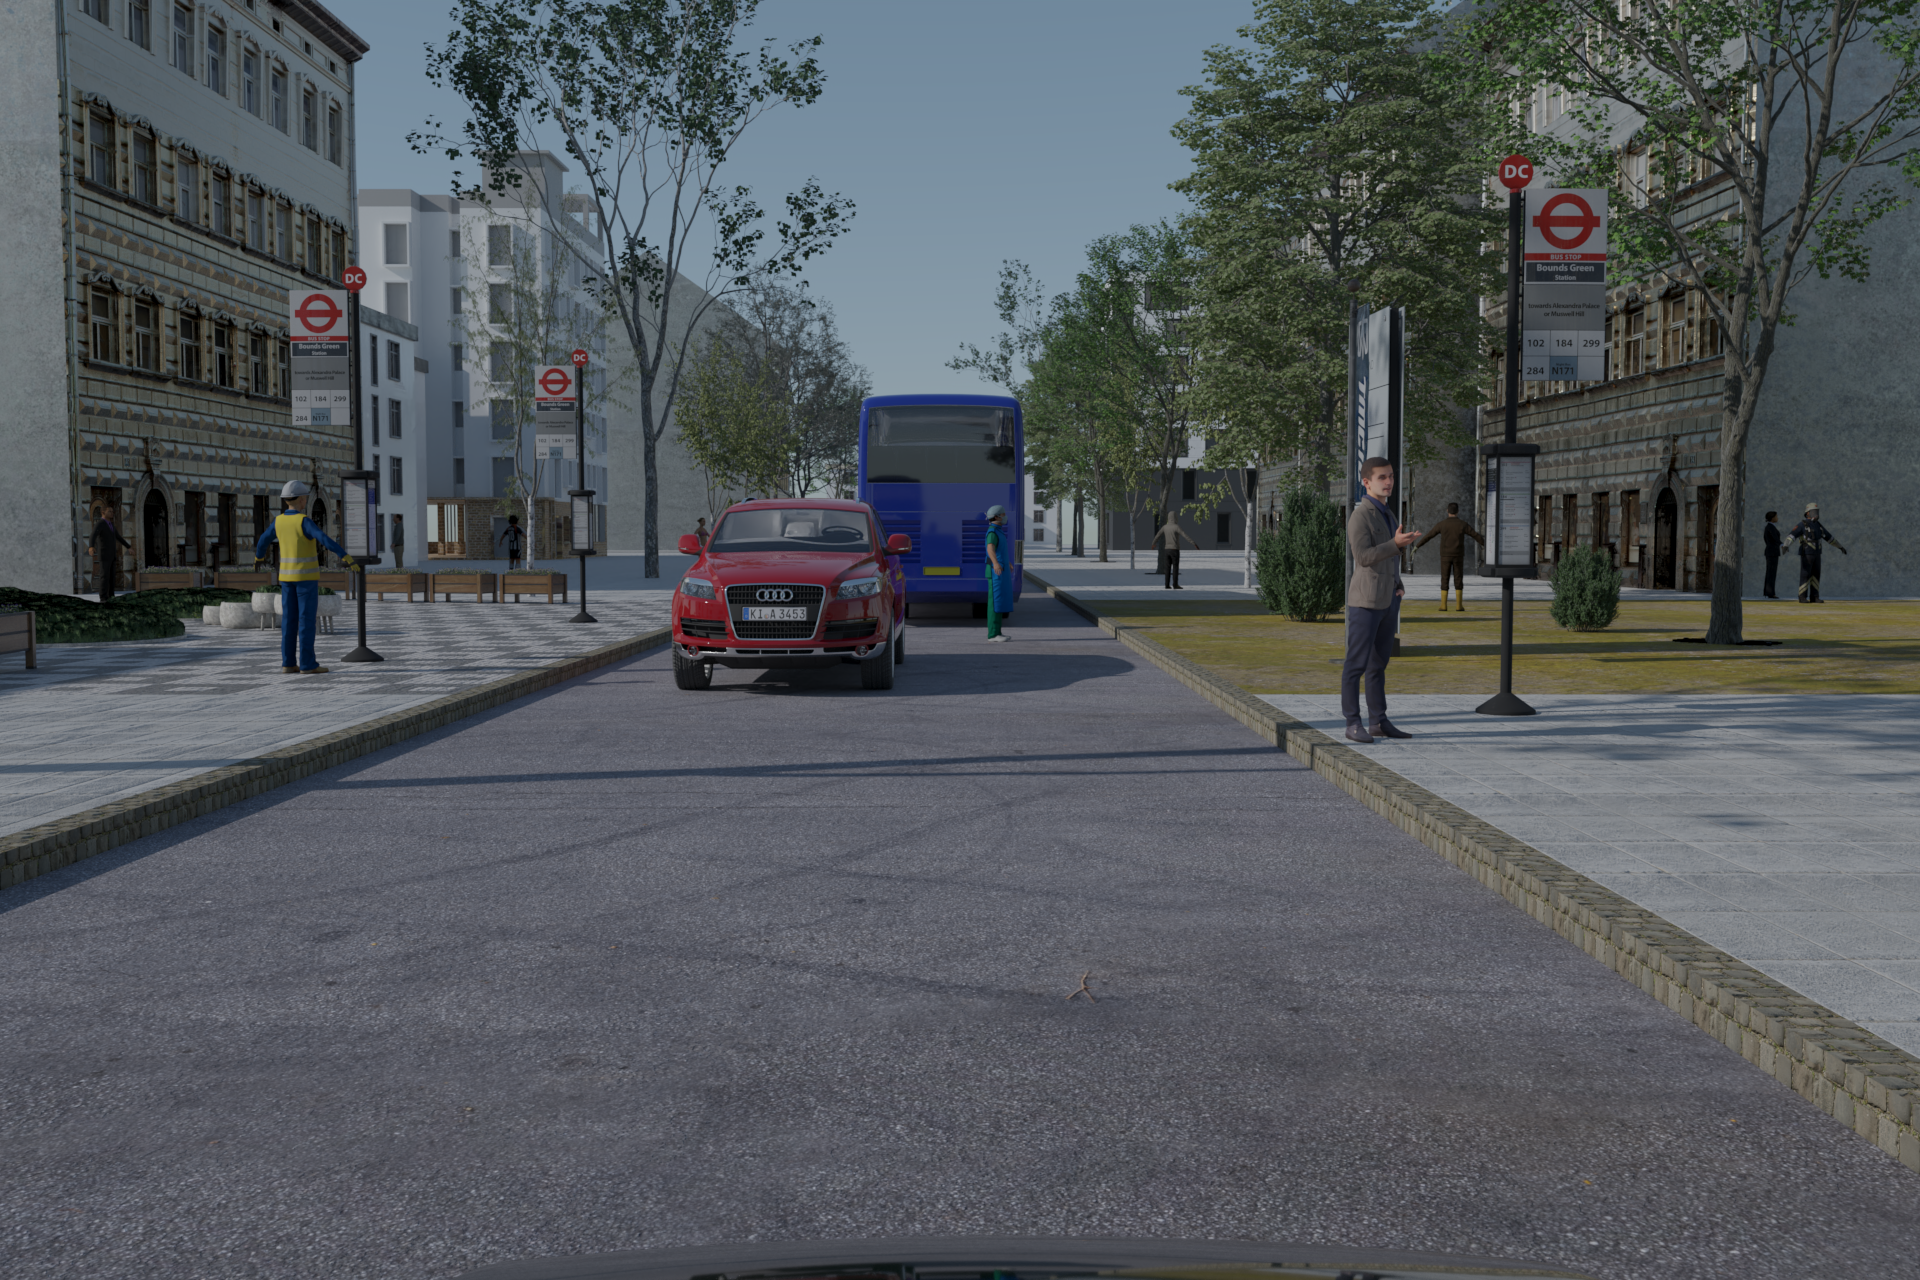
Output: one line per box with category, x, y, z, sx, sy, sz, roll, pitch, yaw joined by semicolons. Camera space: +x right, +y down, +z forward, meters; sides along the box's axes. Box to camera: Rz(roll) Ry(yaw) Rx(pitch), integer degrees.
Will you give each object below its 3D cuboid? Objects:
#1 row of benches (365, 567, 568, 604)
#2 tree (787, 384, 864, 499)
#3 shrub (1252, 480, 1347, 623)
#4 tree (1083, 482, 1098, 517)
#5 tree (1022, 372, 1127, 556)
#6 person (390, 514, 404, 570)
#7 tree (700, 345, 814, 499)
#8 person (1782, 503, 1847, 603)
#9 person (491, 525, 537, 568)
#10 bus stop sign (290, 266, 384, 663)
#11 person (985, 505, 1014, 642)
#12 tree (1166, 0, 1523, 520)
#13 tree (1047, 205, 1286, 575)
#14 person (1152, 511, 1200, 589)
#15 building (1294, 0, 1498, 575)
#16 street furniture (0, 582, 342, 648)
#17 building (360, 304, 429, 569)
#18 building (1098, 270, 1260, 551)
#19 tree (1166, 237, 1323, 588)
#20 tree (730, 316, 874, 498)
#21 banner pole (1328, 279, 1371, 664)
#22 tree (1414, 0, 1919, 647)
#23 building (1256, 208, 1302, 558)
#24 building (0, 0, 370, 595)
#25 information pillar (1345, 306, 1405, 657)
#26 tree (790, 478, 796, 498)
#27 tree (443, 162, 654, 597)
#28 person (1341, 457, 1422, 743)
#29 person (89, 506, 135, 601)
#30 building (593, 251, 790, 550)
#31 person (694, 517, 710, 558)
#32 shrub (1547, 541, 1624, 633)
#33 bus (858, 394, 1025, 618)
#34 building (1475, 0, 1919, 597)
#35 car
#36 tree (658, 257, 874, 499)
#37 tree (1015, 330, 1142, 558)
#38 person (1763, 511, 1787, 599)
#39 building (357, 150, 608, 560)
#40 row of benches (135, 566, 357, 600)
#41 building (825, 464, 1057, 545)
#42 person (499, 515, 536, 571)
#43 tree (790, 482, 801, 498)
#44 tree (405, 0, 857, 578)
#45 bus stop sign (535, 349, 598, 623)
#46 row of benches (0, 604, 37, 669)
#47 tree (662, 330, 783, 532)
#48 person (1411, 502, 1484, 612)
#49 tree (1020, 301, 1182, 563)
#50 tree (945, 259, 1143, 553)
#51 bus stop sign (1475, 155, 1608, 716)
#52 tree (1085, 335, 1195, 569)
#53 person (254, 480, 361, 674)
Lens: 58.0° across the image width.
row of benches;-9.176;-1.029;32.280;4.104;0.672;1.422;1;4;14
tree;-8.470;-11.819;119.002;9.928;11.665;9.643;0;3;0
shrub;5.061;-1.303;25.338;1.661;2.075;1.752;0;3;0
tree;18.277;-16.903;210.768;7.601;10.594;8.767;0;4;2
tree;7.058;-10.888;103.770;9.928;11.665;9.643;0;3;0
person;-14.277;-2.305;43.964;0.705;1.796;1.348;-1;4;-13
tree;-8.126;-7.224;68.482;4.737;8.622;4.395;0;3;0
person;15.801;-1.612;32.130;1.354;1.856;0.705;-1;4;-13
person;-13.398;-2.808;52.100;1.347;1.806;0.705;0;4;-6
bus stop sign;-6.248;-1.752;17.355;0.855;3.939;0.416;0;4;0
person;0.525;-0.892;23.175;0.704;1.817;1.347;1;4;9
tree;7.320;-7.047;33.338;7.486;12.596;7.792;0;3;0
tree;6.584;-7.874;54.497;9.928;11.665;9.643;0;3;0
person;4.966;-2.091;40.309;1.348;1.813;0.705;3;5;43
building;23.394;-14.173;62.661;19.493;23.208;18.063;0;3;0
street furniture;-12.225;-0.529;24.268;5.734;0.657;10.072;-2;4;-34
building;-26.433;-7.826;70.097;9.099;9.664;28.070;0;4;0
building;25.728;-18.755;150.617;27.936;21.610;32.646;0;4;0
tree;6.886;-5.563;41.321;4.737;8.622;4.395;0;3;0
tree;-9.076;-11.515;98.632;12.009;13.543;11.850;0;3;0
banner pole;3.875;-1.644;16.899;0.401;3.779;0.863;0;4;-1
tree;9.125;-5.757;19.876;9.928;11.665;9.643;0;3;0
building;25.355;-15.474;83.924;19.493;23.208;18.063;0;4;0
building;-27.924;-13.079;44.771;19.493;23.208;18.063;0;4;0
information pillar;4.477;-1.678;18.749;0.184;3.620;1.656;0;4;-2
tree;-22.482;-16.518;204.484;7.601;10.594;8.767;0;4;-3
tree;-8.940;-5.181;35.080;4.360;8.622;3.978;0;3;0
person;2.682;-0.250;10.666;0.617;1.759;0.750;-3;4;-36
person;-15.552;-1.555;31.648;0.704;1.802;1.346;0;4;5
building;-24.268;-19.128;143.668;19.493;23.208;18.063;0;4;-1
person;-6.936;-2.465;47.102;0.721;1.733;1.217;2;4;27
shrub;8.182;-0.708;22.685;1.383;1.207;1.383;0;3;0
bus;-0.369;-2.489;32.248;2.896;3.916;12.251;0;4;-1
building;25.160;-13.015;43.732;19.493;23.208;18.063;0;3;0
car;-1.615;-0.548;17.630;2.281;1.827;5.304;0;3;0
tree;-8.440;-10.246;77.884;12.009;13.543;11.850;0;3;0
tree;6.202;-10.784;94.450;7.486;12.596;7.792;0;3;0
person;16.203;-1.693;34.399;0.721;1.740;1.216;1;4;11
building;-25.232;-14.088;86.754;16.016;20.090;11.380;0;4;0
row of benches;-13.906;-1.109;33.593;4.104;0.672;1.422;0;4;-7
building;-1.809;-16.113;208.044;28.070;9.664;9.099;0;4;0
person;-12.567;-2.619;48.970;1.345;1.843;0.704;2;4;29
tree;-21.560;-16.005;212.038;4.737;8.622;4.395;0;3;0
tree;-8.878;-11.780;48.499;12.611;20.169;13.585;0;3;0
bus stop sign;-5.701;-2.225;25.087;0.855;3.939;0.416;0;3;0
row of benches;-8.902;0.061;14.460;1.422;0.672;4.104;0;4;-6
tree;-8.689;-6.829;62.018;4.737;8.622;4.395;0;3;0
person;8.178;-1.384;28.769;1.346;1.812;0.704;1;4;16
tree;6.321;-9.309;77.961;9.928;11.665;9.643;0;3;0
tree;5.662;-16.183;120.473;12.611;20.169;13.585;0;3;0
bus stop sign;4.130;-1.443;12.293;0.855;3.939;0.416;0;4;0
tree;6.371;-6.884;62.914;4.737;8.622;4.395;0;3;0
person;-6.055;-0.584;16.005;1.216;1.772;0.721;1;4;22
